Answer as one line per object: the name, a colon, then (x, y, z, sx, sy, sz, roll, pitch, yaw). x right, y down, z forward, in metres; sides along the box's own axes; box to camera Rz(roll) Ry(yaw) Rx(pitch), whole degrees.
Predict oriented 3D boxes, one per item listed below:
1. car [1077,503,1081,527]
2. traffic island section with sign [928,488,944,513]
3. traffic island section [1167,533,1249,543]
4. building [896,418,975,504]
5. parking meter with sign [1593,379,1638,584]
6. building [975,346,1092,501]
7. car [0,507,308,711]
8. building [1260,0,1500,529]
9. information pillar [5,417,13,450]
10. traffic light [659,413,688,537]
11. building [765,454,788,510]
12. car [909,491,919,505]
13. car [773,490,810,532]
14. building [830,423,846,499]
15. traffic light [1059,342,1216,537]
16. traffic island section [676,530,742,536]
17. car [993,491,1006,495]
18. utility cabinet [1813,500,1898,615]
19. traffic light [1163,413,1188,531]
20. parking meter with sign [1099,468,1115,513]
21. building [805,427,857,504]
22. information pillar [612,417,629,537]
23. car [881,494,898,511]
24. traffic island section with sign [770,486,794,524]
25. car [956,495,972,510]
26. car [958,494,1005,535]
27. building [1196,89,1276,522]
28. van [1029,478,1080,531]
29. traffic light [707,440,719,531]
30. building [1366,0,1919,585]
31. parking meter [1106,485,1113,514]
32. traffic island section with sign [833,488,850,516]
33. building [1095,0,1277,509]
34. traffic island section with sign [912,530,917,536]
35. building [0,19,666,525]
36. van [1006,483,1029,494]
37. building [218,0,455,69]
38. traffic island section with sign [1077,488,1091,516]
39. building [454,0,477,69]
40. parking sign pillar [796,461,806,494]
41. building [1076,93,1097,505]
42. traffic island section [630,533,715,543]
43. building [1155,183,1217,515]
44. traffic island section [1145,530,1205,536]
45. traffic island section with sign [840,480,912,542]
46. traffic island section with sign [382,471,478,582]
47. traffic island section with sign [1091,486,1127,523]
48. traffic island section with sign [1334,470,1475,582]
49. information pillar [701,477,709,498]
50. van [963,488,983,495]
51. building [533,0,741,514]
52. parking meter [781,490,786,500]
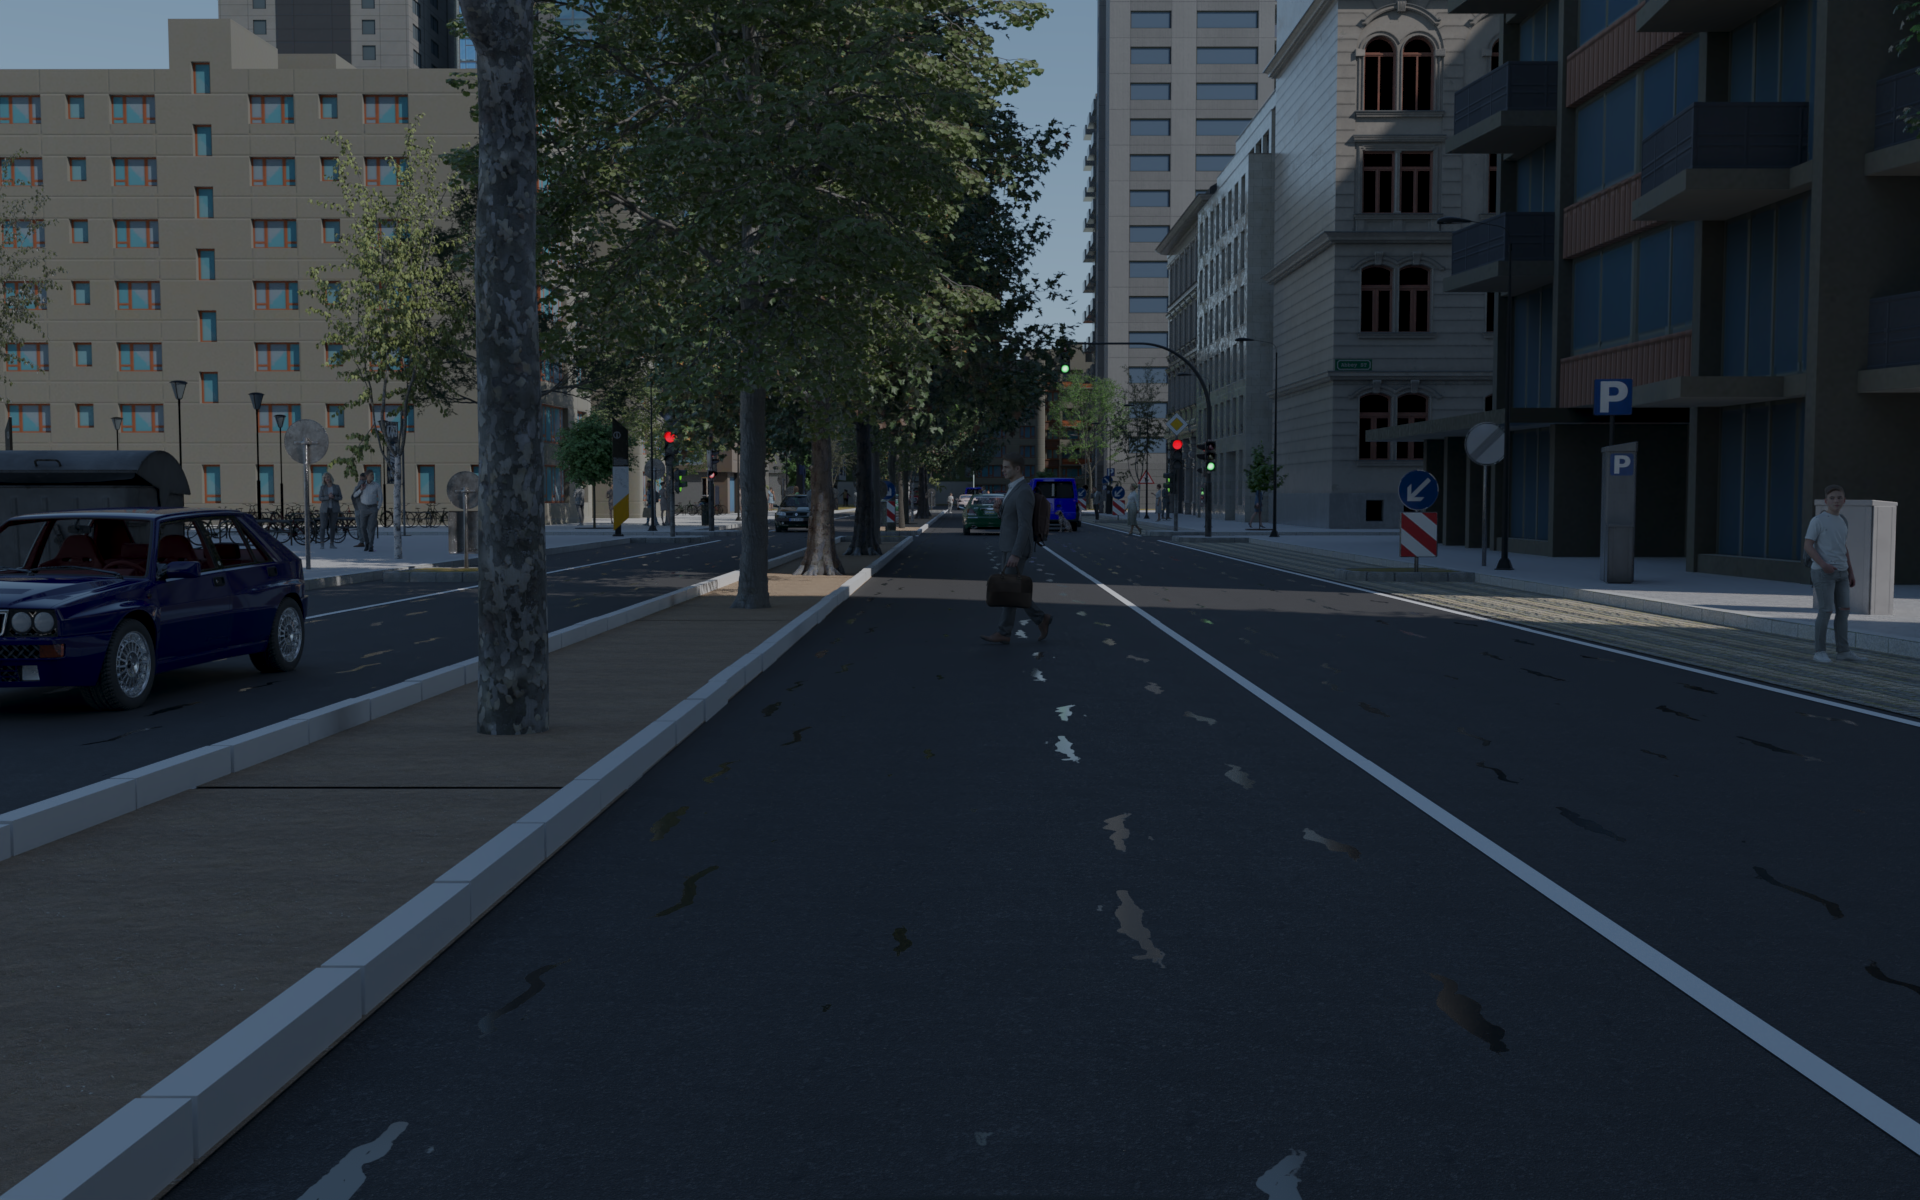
car: (4.381, -3.957, 77.053, 2.083, 1.381, 4.827, 0, 4, 0)
traffic island section with sign: (-2.236, -7.753, 134.895, 2.006, 1.907, 1.989, 0, 4, 0)
traffic island section: (7.474, -1.822, 52.073, 2.009, 0.180, 2.903, 0, 4, 0)
building: (-5.100, -33.282, 227.751, 14.086, 41.232, 14.154, 0, 4, 0)
parking meter with sign: (9.667, -1.787, 25.475, 0.543, 3.016, 1.738, 1, 4, 15)
building: (16.420, -23.894, 235.710, 28.899, 21.520, 27.650, 0, 4, 0)
car: (-6.298, -0.008, 12.712, 1.945, 1.354, 3.894, 0, 4, 2)
building: (24.709, -17.222, 68.972, 23.554, 28.519, 14.401, 0, 4, 0)
information pillar: (-28.870, -3.749, 52.643, 0.183, 3.616, 0.504, -3, 5, -44)
traffic light: (-8.627, -3.858, 52.004, 0.839, 4.253, 0.868, 0, 4, 0)
building: (-25.307, -32.433, 149.880, 23.786, 49.044, 30.456, 0, 4, 0)
car: (-5.345, -11.796, 201.542, 2.281, 1.827, 5.304, 0, 4, -1)
car: (-6.130, -3.473, 66.573, 2.009, 1.686, 4.222, 0, 4, -1)
building: (-20.413, -26.228, 200.520, 14.107, 30.474, 14.160, 0, 4, 0)
traffic light: (5.342, -4.719, 51.826, 4.771, 5.953, 1.251, 0, 4, 0)
traffic island section: (-8.636, -2.315, 60.124, 2.009, 0.180, 2.903, 0, 4, 0)
car: (4.733, -12.063, 205.899, 2.281, 1.827, 5.304, 0, 4, -1)
utility cabinet: (9.724, -0.469, 18.838, 0.306, 1.237, 1.020, 0, 4, -6)
traffic light: (7.465, -4.344, 59.944, 0.839, 4.253, 0.868, 0, 4, 0)
parking meter with sign: (9.758, -7.298, 115.577, 0.543, 3.016, 1.738, 2, 4, 26)
building: (-19.573, -33.333, 228.591, 14.086, 41.232, 14.154, 0, 4, 0)
information pillar: (-10.266, -3.730, 52.344, 0.504, 3.616, 0.183, -1, 4, -9)
car: (-5.016, -7.097, 127.828, 2.131, 1.459, 4.920, 0, 4, 2)
traffic island section with sign: (-8.207, -4.661, 84.839, 1.989, 1.847, 2.006, 0, 4, 0)
car: (0.667, -8.782, 155.942, 2.083, 1.381, 4.827, 0, 4, 0)
car: (1.012, -3.065, 61.912, 2.131, 1.459, 4.920, 0, 4, 0)
building: (18.074, -14.138, 85.901, 10.420, 20.320, 16.860, 0, 4, 0)
van: (3.612, -3.922, 68.503, 2.240, 2.365, 5.245, 0, 4, 0)
traffic light: (-6.504, -5.220, 60.016, 4.771, 5.953, 1.251, 0, 4, 0)
building: (21.650, -23.041, 31.351, 22.147, 44.769, 28.867, 0, 4, 0)
parking meter: (9.566, -6.416, 110.614, 0.399, 1.863, 0.255, 3, 5, 41)
traffic island section with sign: (-8.115, -6.310, 111.794, 1.989, 1.847, 2.006, 0, 4, 0)
building: (23.260, -37.903, 161.715, 21.231, 58.520, 28.212, 0, 4, 0)
traffic island section with sign: (-2.512, -3.157, 59.757, 2.006, 1.907, 1.989, 0, 4, 0)
building: (-30.763, -14.686, 85.159, 27.650, 21.520, 28.899, 0, 4, 0)
van: (3.791, -5.801, 99.223, 2.240, 2.365, 5.245, 0, 4, 0)
building: (-69.132, -46.381, 196.583, 20.611, 71.187, 20.563, 0, 4, 0)
traffic island section with sign: (7.719, -6.350, 112.449, 1.989, 1.847, 2.006, 0, 4, 0)
building: (-43.329, -53.995, 195.493, 31.000, 86.520, 22.319, 0, 4, 0)
parking sign pillar: (-10.526, -7.716, 114.629, 1.447, 3.967, 1.447, 0, 4, 4)
building: (25.213, -35.008, 191.992, 23.786, 49.044, 30.456, 0, 4, 0)
traffic island section: (-8.667, -1.826, 52.139, 2.009, 0.180, 2.903, 0, 4, 0)
building: (18.354, -16.155, 115.036, 10.553, 20.767, 40.483, 0, 4, 0)
traffic island section: (7.505, -2.311, 60.058, 2.009, 0.180, 2.903, 0, 4, 0)
traffic island section with sign: (-2.550, -2.704, 52.350, 2.006, 1.907, 1.989, 0, 4, 0)
traffic island section with sign: (-8.419, -1.254, 29.136, 1.989, 1.847, 2.006, 0, 4, 0)
traffic island section with sign: (7.614, -4.678, 85.110, 1.989, 1.847, 2.006, 0, 4, 0)
traffic island section with sign: (7.382, -1.250, 29.066, 1.989, 1.847, 2.006, 0, 4, 0)
information pillar: (-11.152, -4.385, 76.190, 0.304, 2.012, 0.304, 2, 4, 29)
van: (1.371, -9.727, 163.420, 2.240, 2.365, 5.245, 0, 4, 1)
building: (-21.486, -28.554, 116.973, 14.600, 45.320, 14.200, 0, 4, 0)
parking meter: (-10.991, -6.119, 108.464, 0.372, 1.533, 0.369, 0, 3, 0)
